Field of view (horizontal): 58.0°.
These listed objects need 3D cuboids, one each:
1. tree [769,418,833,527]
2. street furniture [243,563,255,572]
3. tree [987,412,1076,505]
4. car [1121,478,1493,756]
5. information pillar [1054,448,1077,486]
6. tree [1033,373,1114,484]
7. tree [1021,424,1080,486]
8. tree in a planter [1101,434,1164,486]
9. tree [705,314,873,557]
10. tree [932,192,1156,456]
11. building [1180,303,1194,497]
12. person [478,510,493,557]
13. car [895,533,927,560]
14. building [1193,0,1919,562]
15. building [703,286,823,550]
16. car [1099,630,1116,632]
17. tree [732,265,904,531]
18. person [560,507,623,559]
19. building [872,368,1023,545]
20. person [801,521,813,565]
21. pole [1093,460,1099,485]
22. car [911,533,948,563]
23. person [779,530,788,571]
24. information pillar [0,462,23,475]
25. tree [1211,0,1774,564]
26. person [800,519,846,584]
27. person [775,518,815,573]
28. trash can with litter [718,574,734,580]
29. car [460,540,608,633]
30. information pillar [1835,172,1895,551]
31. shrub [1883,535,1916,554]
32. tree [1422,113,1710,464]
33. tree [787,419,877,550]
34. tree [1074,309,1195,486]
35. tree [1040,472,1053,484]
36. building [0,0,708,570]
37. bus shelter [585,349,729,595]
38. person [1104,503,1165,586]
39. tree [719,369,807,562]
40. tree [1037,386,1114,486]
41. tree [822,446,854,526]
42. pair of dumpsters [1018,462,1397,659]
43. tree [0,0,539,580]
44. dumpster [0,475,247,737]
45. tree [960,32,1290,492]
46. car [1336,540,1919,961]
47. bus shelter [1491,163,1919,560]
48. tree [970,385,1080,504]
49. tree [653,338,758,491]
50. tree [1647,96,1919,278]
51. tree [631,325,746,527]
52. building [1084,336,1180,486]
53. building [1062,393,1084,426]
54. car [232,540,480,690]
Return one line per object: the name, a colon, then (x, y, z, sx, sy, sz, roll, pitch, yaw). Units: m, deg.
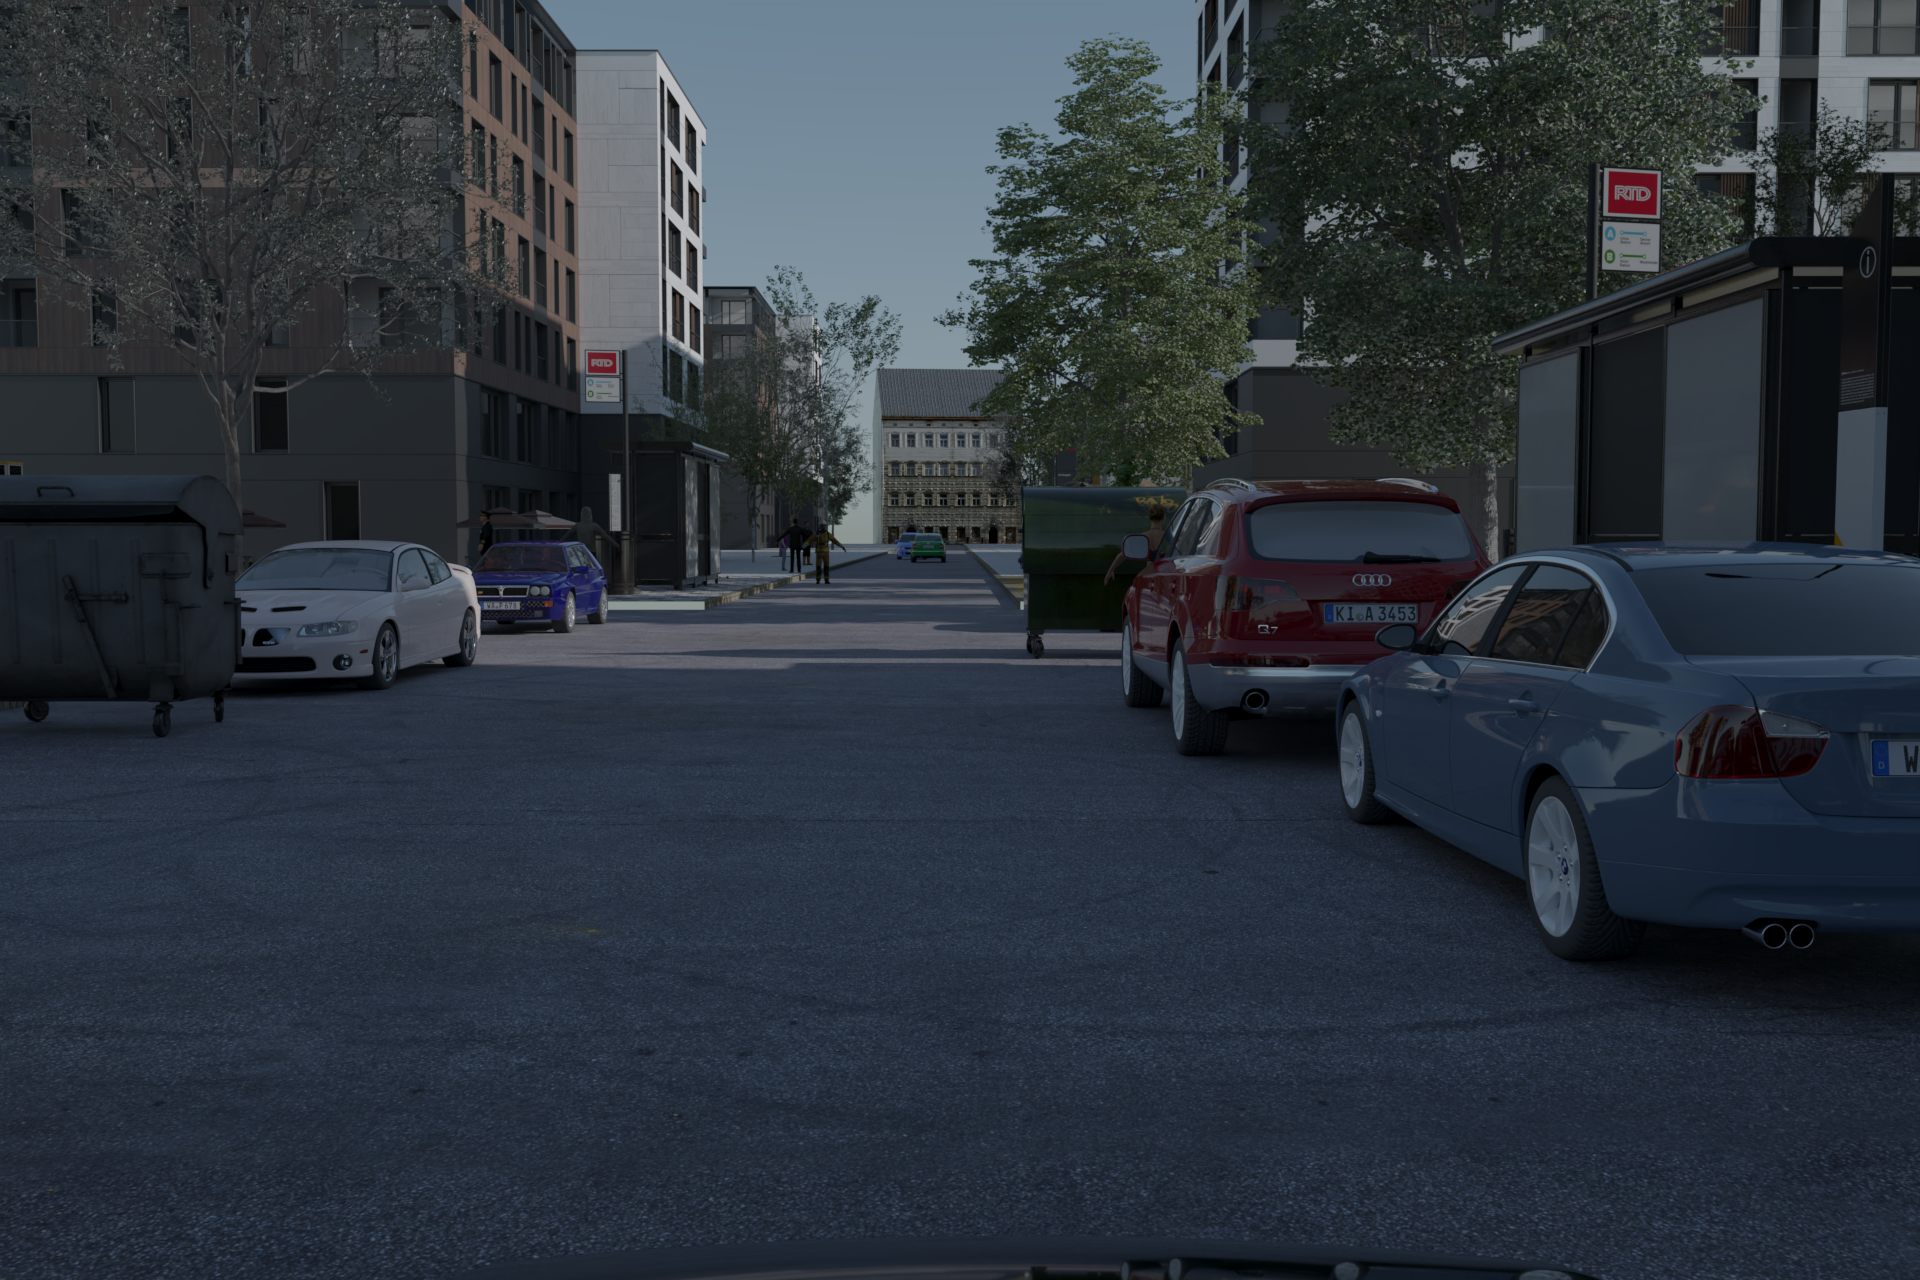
tree: (-10.100, -9.601, 107.338, 4.737, 8.622, 4.395, 0, 3, 0)
street furniture: (-20.150, -2.139, 50.592, 10.072, 0.657, 5.734, -1, 4, -15)
tree: (5.516, -11.457, 121.734, 7.601, 10.594, 8.767, -1, 4, -18)
car: (2.394, -0.248, 12.736, 2.281, 1.827, 5.304, 0, 4, -1)
information pillar: (3.178, -3.843, 52.213, 0.750, 3.857, 0.750, 0, 4, -2)
tree: (5.518, -7.856, 78.806, 4.360, 8.622, 3.978, 0, 3, 0)
tree: (5.697, -9.965, 113.295, 4.360, 8.622, 3.978, 0, 3, 0)
tree in a planter: (3.013, -2.064, 30.973, 1.991, 3.239, 1.994, 0, 4, -1)
tree: (-10.009, -11.382, 96.458, 12.009, 13.543, 11.850, 0, 3, 0)
tree: (4.174, -14.811, 98.051, 12.611, 20.169, 13.585, 0, 3, 0)
building: (24.618, -17.136, 111.100, 19.493, 23.208, 18.063, 0, 3, 0)
person: (-11.013, -2.093, 40.161, 0.705, 1.837, 1.347, -1, 4, -12)
car: (-2.705, -5.411, 98.059, 1.945, 1.707, 3.694, 0, 4, -1)
building: (22.958, -13.761, 68.973, 27.936, 21.610, 32.646, 0, 4, 0)
building: (-27.584, -19.273, 159.094, 27.936, 21.610, 32.646, 0, 4, -1)
car: (2.884, -0.865, 26.730, 1.945, 1.354, 3.894, 0, 4, 0)
tree: (-11.172, -16.416, 124.289, 12.611, 20.169, 13.585, 0, 3, 0)
person: (-7.227, -1.680, 33.595, 1.348, 1.813, 0.705, 0, 4, 3)
building: (-1.968, -24.196, 228.986, 18.063, 23.208, 19.493, 0, 4, -6)
person: (-6.292, -3.987, 71.322, 0.704, 1.812, 1.346, 3, 5, 43)
pole: (3.683, -3.241, 46.839, 0.158, 3.312, 0.155, 0, 3, 0)
car: (-1.600, -4.851, 88.117, 1.959, 1.807, 4.718, 0, 4, -1)
person: (-6.091, -3.134, 60.508, 0.599, 1.433, 0.991, 0, 4, -2)
information pillar: (-9.782, -0.809, 17.720, 0.304, 2.012, 0.304, 0, 4, -1)
tree: (9.137, -7.521, 29.622, 9.857, 13.997, 8.962, 0, 3, 0)
person: (-3.946, -2.540, 49.747, 1.354, 1.858, 0.705, -1, 4, -14)
person: (-5.452, -3.124, 57.301, 1.346, 1.802, 0.704, -1, 4, -14)
trash can with litter: (-7.092, -2.357, 49.602, 1.678, 1.210, 2.233, 0, 4, -1)
car: (-6.493, -0.838, 26.274, 1.945, 1.354, 3.894, 0, 4, -1)
information pillar: (6.008, -1.234, 11.532, 0.183, 3.616, 0.504, 0, 3, 0)
shrub: (27.819, -2.901, 51.844, 1.690, 2.028, 1.600, 0, 3, 0)
tree: (16.002, -7.790, 45.492, 7.486, 12.596, 7.792, 0, 3, 0)
tree: (-10.377, -12.516, 139.044, 8.767, 10.594, 7.601, 1, 4, 12)
tree: (5.435, -6.425, 55.410, 4.737, 8.622, 4.395, 0, 3, 0)
tree: (14.722, -19.628, 227.576, 9.857, 13.997, 8.962, 0, 3, 0)
building: (-26.664, -13.904, 71.301, 27.936, 21.610, 32.646, 0, 3, 0)
bus shelter: (-7.063, -3.842, 40.441, 2.179, 5.291, 8.768, 0, 3, 0)
person: (1.987, -0.485, 17.196, 1.217, 1.733, 0.721, 2, 4, 28)
tree: (-9.184, -7.843, 78.602, 4.737, 8.622, 4.395, 0, 3, 0)
tree: (6.111, -8.173, 83.996, 4.360, 8.622, 3.978, 0, 3, 0)
tree: (-18.392, -19.523, 225.862, 9.857, 13.997, 8.962, 0, 3, 0)
pair of dumpsters: (2.895, -0.942, 20.348, 4.436, 2.255, 1.574, 0, 3, 0)
tree: (-12.338, -7.264, 29.143, 12.009, 13.543, 11.850, 0, 3, 0)
dumpster: (-6.345, -0.271, 12.646, 1.865, 1.857, 1.264, 0, 4, 0)
tree: (3.790, -7.480, 40.421, 7.486, 12.596, 7.792, 0, 3, 0)
car: (2.837, 0.299, 7.121, 2.014, 1.417, 4.499, 0, 4, -1)
bus shelter: (6.628, -2.380, 16.541, 2.179, 5.291, 8.768, 0, 4, 0)
tree: (5.704, -13.781, 135.683, 12.009, 13.543, 11.850, 0, 3, 0)
tree: (-9.507, -7.017, 65.093, 4.360, 8.622, 3.978, 0, 3, 0)
tree: (18.781, -6.234, 36.344, 8.767, 10.594, 7.601, 0, 4, 4)
tree: (-9.407, -6.770, 61.057, 4.360, 8.622, 3.978, 0, 3, 0)
building: (21.129, -18.168, 163.504, 16.747, 18.905, 31.486, 0, 4, 0)
building: (21.553, -22.853, 204.570, 19.493, 23.208, 18.063, 0, 4, 0)
car: (-6.209, -0.309, 17.421, 2.083, 1.381, 4.827, 0, 4, -1)
